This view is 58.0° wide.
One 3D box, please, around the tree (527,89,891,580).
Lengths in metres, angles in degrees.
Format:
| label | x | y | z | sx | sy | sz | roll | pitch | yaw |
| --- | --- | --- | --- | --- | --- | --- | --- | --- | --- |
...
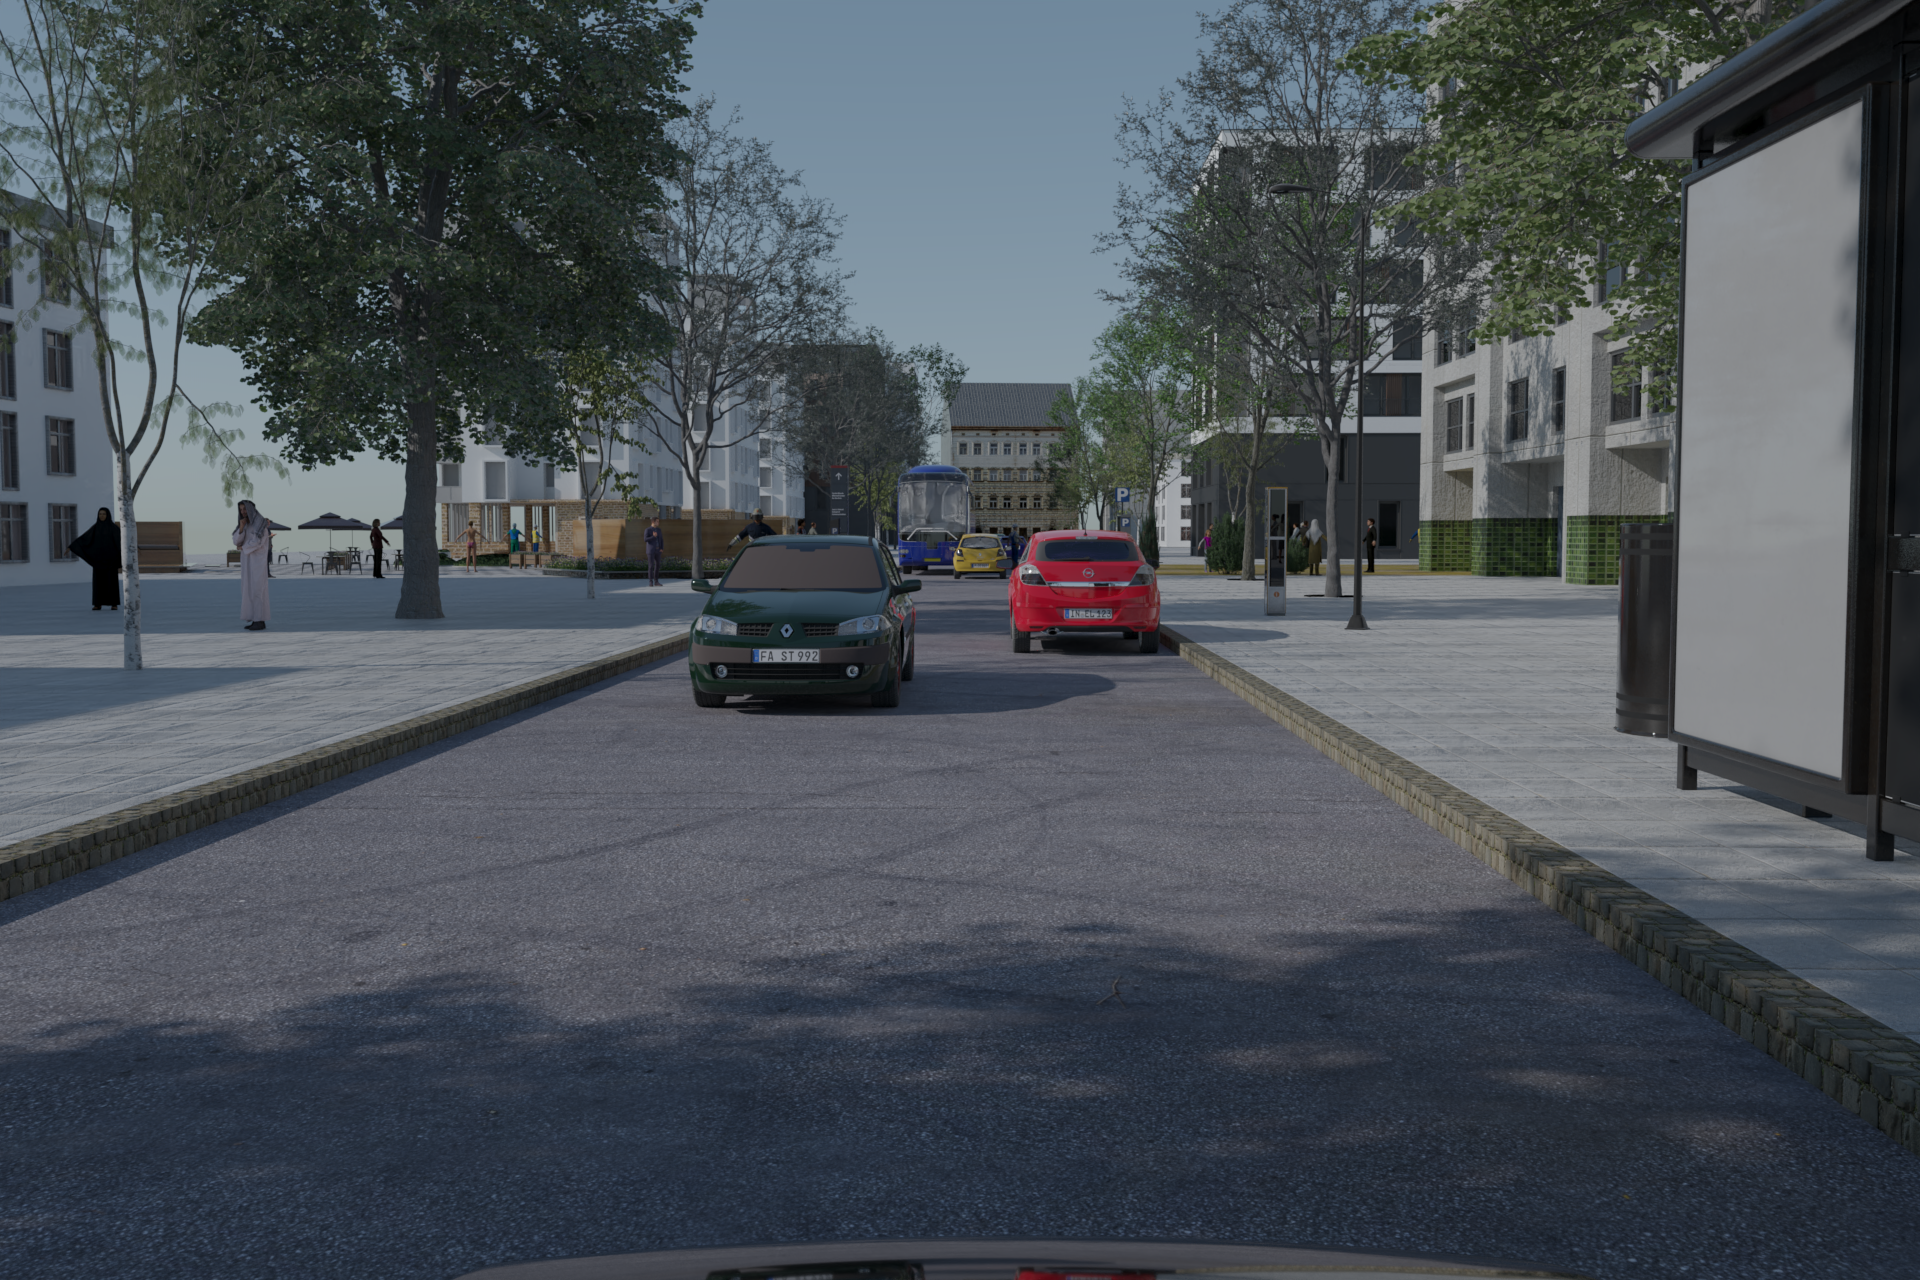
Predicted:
| label | x | y | z | sx | sy | sz | roll | pitch | yaw |
| --- | --- | --- | --- | --- | --- | --- | --- | --- | --- |
| tree | -7.482 | -8.464 | 48.763 | 12.009 | 13.543 | 11.850 | 0 | 3 | 0 |

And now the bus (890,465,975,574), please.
| label | x | y | z | sx | sy | sz | roll | pitch | yaw |
| --- | --- | --- | --- | --- | --- | --- | --- | --- | --- |
| bus | -0.791 | -4.498 | 65.084 | 2.896 | 3.916 | 12.251 | 0 | 4 | 2 |

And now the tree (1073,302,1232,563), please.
| label | x | y | z | sx | sy | sz | roll | pitch | yaw |
| --- | --- | --- | --- | --- | --- | --- | --- | --- | --- |
| tree | 8.492 | -9.190 | 76.005 | 9.928 | 11.665 | 9.643 | 0 | 3 | 0 |

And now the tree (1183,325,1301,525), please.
| label | x | y | z | sx | sy | sz | roll | pitch | yaw |
| --- | --- | --- | --- | --- | --- | --- | --- | --- | --- |
| tree | 9.576 | -6.735 | 60.475 | 4.360 | 8.622 | 3.978 | 0 | 3 | 0 |

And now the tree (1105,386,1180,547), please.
| label | x | y | z | sx | sy | sz | roll | pitch | yaw |
| --- | --- | --- | --- | --- | --- | --- | --- | --- | --- |
| tree | 9.020 | -8.357 | 86.998 | 4.737 | 8.622 | 4.395 | 0 | 3 | 0 |

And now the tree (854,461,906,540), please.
| label | x | y | z | sx | sy | sz | roll | pitch | yaw |
| --- | --- | --- | --- | --- | --- | --- | --- | --- | --- |
| tree | -5.640 | -10.665 | 124.738 | 4.737 | 8.622 | 4.395 | 0 | 3 | 0 |

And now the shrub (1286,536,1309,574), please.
| label | x | y | z | sx | sy | sz | roll | pitch | yaw |
| --- | --- | --- | --- | --- | --- | --- | --- | --- | --- |
| shrub | 10.753 | -2.719 | 55.567 | 1.383 | 1.207 | 1.383 | 0 | 3 | 0 |

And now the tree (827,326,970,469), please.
| label | x | y | z | sx | sy | sz | roll | pitch | yaw |
| --- | --- | --- | --- | --- | --- | --- | --- | --- | --- |
| tree | -5.793 | -18.493 | 158.249 | 12.611 | 20.169 | 13.585 | 0 | 3 | 0 |

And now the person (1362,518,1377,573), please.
| label | x | y | z | sx | sy | sz | roll | pitch | yaw |
| --- | --- | --- | --- | --- | --- | --- | --- | --- | --- |
| person | 13.614 | -3.139 | 57.510 | 0.705 | 1.806 | 1.347 | 0 | 4 | -5 |

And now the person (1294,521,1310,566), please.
| label | x | y | z | sx | sy | sz | roll | pitch | yaw |
| --- | --- | --- | --- | --- | --- | --- | --- | --- | --- |
| person | 13.415 | -3.724 | 67.112 | 0.704 | 1.802 | 1.346 | -3 | 4 | -38 |

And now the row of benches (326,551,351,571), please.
| label | x | y | z | sx | sy | sz | roll | pitch | yaw |
| --- | --- | --- | --- | --- | --- | --- | --- | --- | --- |
| row of benches | -22.426 | -2.879 | 62.540 | 1.422 | 0.672 | 4.104 | -1 | 4 | -16 |

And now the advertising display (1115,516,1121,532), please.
| label | x | y | z | sx | sy | sz | roll | pitch | yaw |
| --- | --- | --- | --- | --- | --- | --- | --- | --- | --- |
| advertising display | 5.613 | -3.447 | 61.579 | 0.123 | 1.923 | 0.974 | 0 | 4 | 2 |

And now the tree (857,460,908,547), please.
| label | x | y | z | sx | sy | sz | roll | pitch | yaw |
| --- | --- | --- | --- | --- | --- | --- | --- | --- | --- |
| tree | -5.723 | -11.091 | 131.696 | 4.737 | 8.622 | 4.395 | 0 | 3 | 0 |

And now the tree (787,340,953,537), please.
| label | x | y | z | sx | sy | sz | roll | pitch | yaw |
| --- | --- | --- | --- | --- | --- | --- | --- | --- | --- |
| tree | -5.572 | -12.105 | 108.282 | 12.009 | 13.543 | 11.850 | 0 | 3 | 0 |

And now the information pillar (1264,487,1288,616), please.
| label | x | y | z | sx | sy | sz | roll | pitch | yaw |
| --- | --- | --- | --- | --- | --- | --- | --- | --- | --- |
| information pillar | 4.962 | -1.391 | 27.229 | 0.304 | 2.012 | 0.304 | 0 | 4 | 1 |

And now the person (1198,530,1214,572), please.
| label | x | y | z | sx | sy | sz | roll | pitch | yaw |
| --- | --- | --- | --- | --- | --- | --- | --- | --- | --- |
| person | 8.357 | -2.979 | 57.974 | 0.991 | 1.433 | 0.599 | -2 | 4 | -30 |

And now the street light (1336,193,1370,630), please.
| label | x | y | z | sx | sy | sz | roll | pitch | yaw |
| --- | --- | --- | --- | --- | --- | --- | --- | --- | --- |
| street light | 5.885 | -3.092 | 23.099 | 1.470 | 5.913 | 1.316 | 0 | 4 | 1 |

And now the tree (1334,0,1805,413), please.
| label | x | y | z | sx | sy | sz | roll | pitch | yaw |
| --- | --- | --- | --- | --- | --- | --- | --- | --- | --- |
| tree | 7.360 | -6.009 | 16.381 | 7.486 | 12.596 | 7.792 | 0 | 3 | 0 |

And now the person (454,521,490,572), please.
| label | x | y | z | sx | sy | sz | roll | pitch | yaw |
| --- | --- | --- | --- | --- | --- | --- | --- | --- | --- |
| person | -16.442 | -3.152 | 58.345 | 1.217 | 1.733 | 0.721 | 0 | 4 | -2 |

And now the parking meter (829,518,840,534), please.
| label | x | y | z | sx | sy | sz | roll | pitch | yaw |
| --- | --- | --- | --- | --- | --- | --- | --- | --- | --- |
| parking meter | -4.600 | -3.539 | 63.568 | 0.399 | 1.863 | 0.255 | 0 | 4 | 2 |

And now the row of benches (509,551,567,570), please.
| label | x | y | z | sx | sy | sz | roll | pitch | yaw |
| --- | --- | --- | --- | --- | --- | --- | --- | --- | --- |
| row of benches | -15.352 | -2.899 | 62.860 | 1.422 | 0.672 | 4.104 | -2 | 4 | -35 |

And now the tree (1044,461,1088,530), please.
| label | x | y | z | sx | sy | sz | roll | pitch | yaw |
| --- | --- | --- | --- | --- | --- | --- | --- | --- | --- |
| tree | 10.244 | -12.691 | 157.861 | 4.360 | 8.622 | 3.978 | 0 | 3 | 0 |

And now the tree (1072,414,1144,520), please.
| label | x | y | z | sx | sy | sz | roll | pitch | yaw |
| --- | --- | --- | --- | --- | --- | --- | --- | --- | --- |
| tree | 8.912 | -8.871 | 95.409 | 4.360 | 8.622 | 3.978 | 0 | 3 | 0 |

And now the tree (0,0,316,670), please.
| label | x | y | z | sx | sy | sz | roll | pitch | yaw |
| --- | --- | --- | --- | --- | --- | --- | --- | --- | --- |
| tree | -7.828 | -4.037 | 16.360 | 4.360 | 8.622 | 3.978 | 0 | 3 | 0 |

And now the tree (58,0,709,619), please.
| label | x | y | z | sx | sy | sz | roll | pitch | yaw |
| --- | --- | --- | --- | --- | --- | --- | --- | --- | --- |
| tree | -8.268 | -7.308 | 26.140 | 9.857 | 13.997 | 8.962 | 0 | 3 | 0 |

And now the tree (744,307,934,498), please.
| label | x | y | z | sx | sy | sz | roll | pitch | yaw |
| --- | --- | --- | --- | --- | --- | --- | --- | --- | --- |
| tree | -6.452 | -11.217 | 93.770 | 12.009 | 13.543 | 11.850 | 0 | 3 | 0 |

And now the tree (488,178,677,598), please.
| label | x | y | z | sx | sy | sz | roll | pitch | yaw |
| --- | --- | --- | --- | --- | --- | --- | --- | --- | --- |
| tree | -7.402 | -5.119 | 34.063 | 4.737 | 8.622 | 4.395 | 0 | 3 | 0 |

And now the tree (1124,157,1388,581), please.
| label | x | y | z | sx | sy | sz | roll | pitch | yaw |
| --- | --- | --- | --- | --- | --- | --- | --- | --- | --- |
| tree | 8.092 | -7.439 | 47.387 | 9.928 | 11.665 | 9.643 | 0 | 3 | 0 |

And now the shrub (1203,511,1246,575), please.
| label | x | y | z | sx | sy | sz | roll | pitch | yaw |
| --- | --- | --- | --- | --- | --- | --- | --- | --- | --- |
| shrub | 8.545 | -3.098 | 55.068 | 1.690 | 2.028 | 1.600 | 0 | 3 | 0 |

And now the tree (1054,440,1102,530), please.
| label | x | y | z | sx | sy | sz | roll | pitch | yaw |
| --- | --- | --- | --- | --- | --- | --- | --- | --- | --- |
| tree | 9.602 | -11.259 | 134.440 | 4.737 | 8.622 | 4.395 | 0 | 3 | 0 |

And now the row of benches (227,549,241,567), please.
| label | x | y | z | sx | sy | sz | roll | pitch | yaw |
| --- | --- | --- | --- | --- | --- | --- | --- | --- | --- |
| row of benches | -28.674 | -3.246 | 68.530 | 1.422 | 0.672 | 4.104 | -1 | 4 | -22 |

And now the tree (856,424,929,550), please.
| label | x | y | z | sx | sy | sz | roll | pitch | yaw |
| --- | --- | --- | --- | --- | --- | --- | --- | --- | --- |
| tree | -5.098 | -12.748 | 142.837 | 7.601 | 10.594 | 8.767 | -3 | 5 | -44 |

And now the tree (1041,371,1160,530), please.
| label | x | y | z | sx | sy | sz | roll | pitch | yaw |
| --- | --- | --- | --- | --- | --- | --- | --- | --- | --- |
| tree | 8.973 | -11.326 | 110.938 | 9.928 | 11.665 | 9.643 | 0 | 3 | 0 |

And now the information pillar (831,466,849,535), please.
| label | x | y | z | sx | sy | sz | roll | pitch | yaw |
| --- | --- | --- | --- | --- | --- | --- | --- | --- | --- |
| information pillar | -4.559 | -4.667 | 65.682 | 0.750 | 3.857 | 0.750 | 0 | 4 | 1 |

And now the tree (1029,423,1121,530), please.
| label | x | y | z | sx | sy | sz | roll | pitch | yaw |
| --- | --- | --- | --- | --- | --- | --- | --- | --- | --- |
| tree | 10.188 | -12.890 | 145.158 | 7.601 | 10.594 | 8.767 | 3 | 5 | 43 |

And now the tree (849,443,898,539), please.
| label | x | y | z | sx | sy | sz | roll | pitch | yaw |
| --- | --- | --- | --- | --- | --- | --- | --- | --- | --- |
| tree | -5.774 | -10.183 | 116.850 | 4.737 | 8.622 | 4.395 | 0 | 3 | 0 |

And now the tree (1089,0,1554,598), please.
| label | x | y | z | sx | sy | sz | roll | pitch | yaw |
| --- | --- | --- | --- | --- | --- | --- | --- | --- | --- |
| tree | 7.518 | -7.620 | 34.960 | 12.009 | 13.543 | 11.850 | 0 | 3 | 0 |
